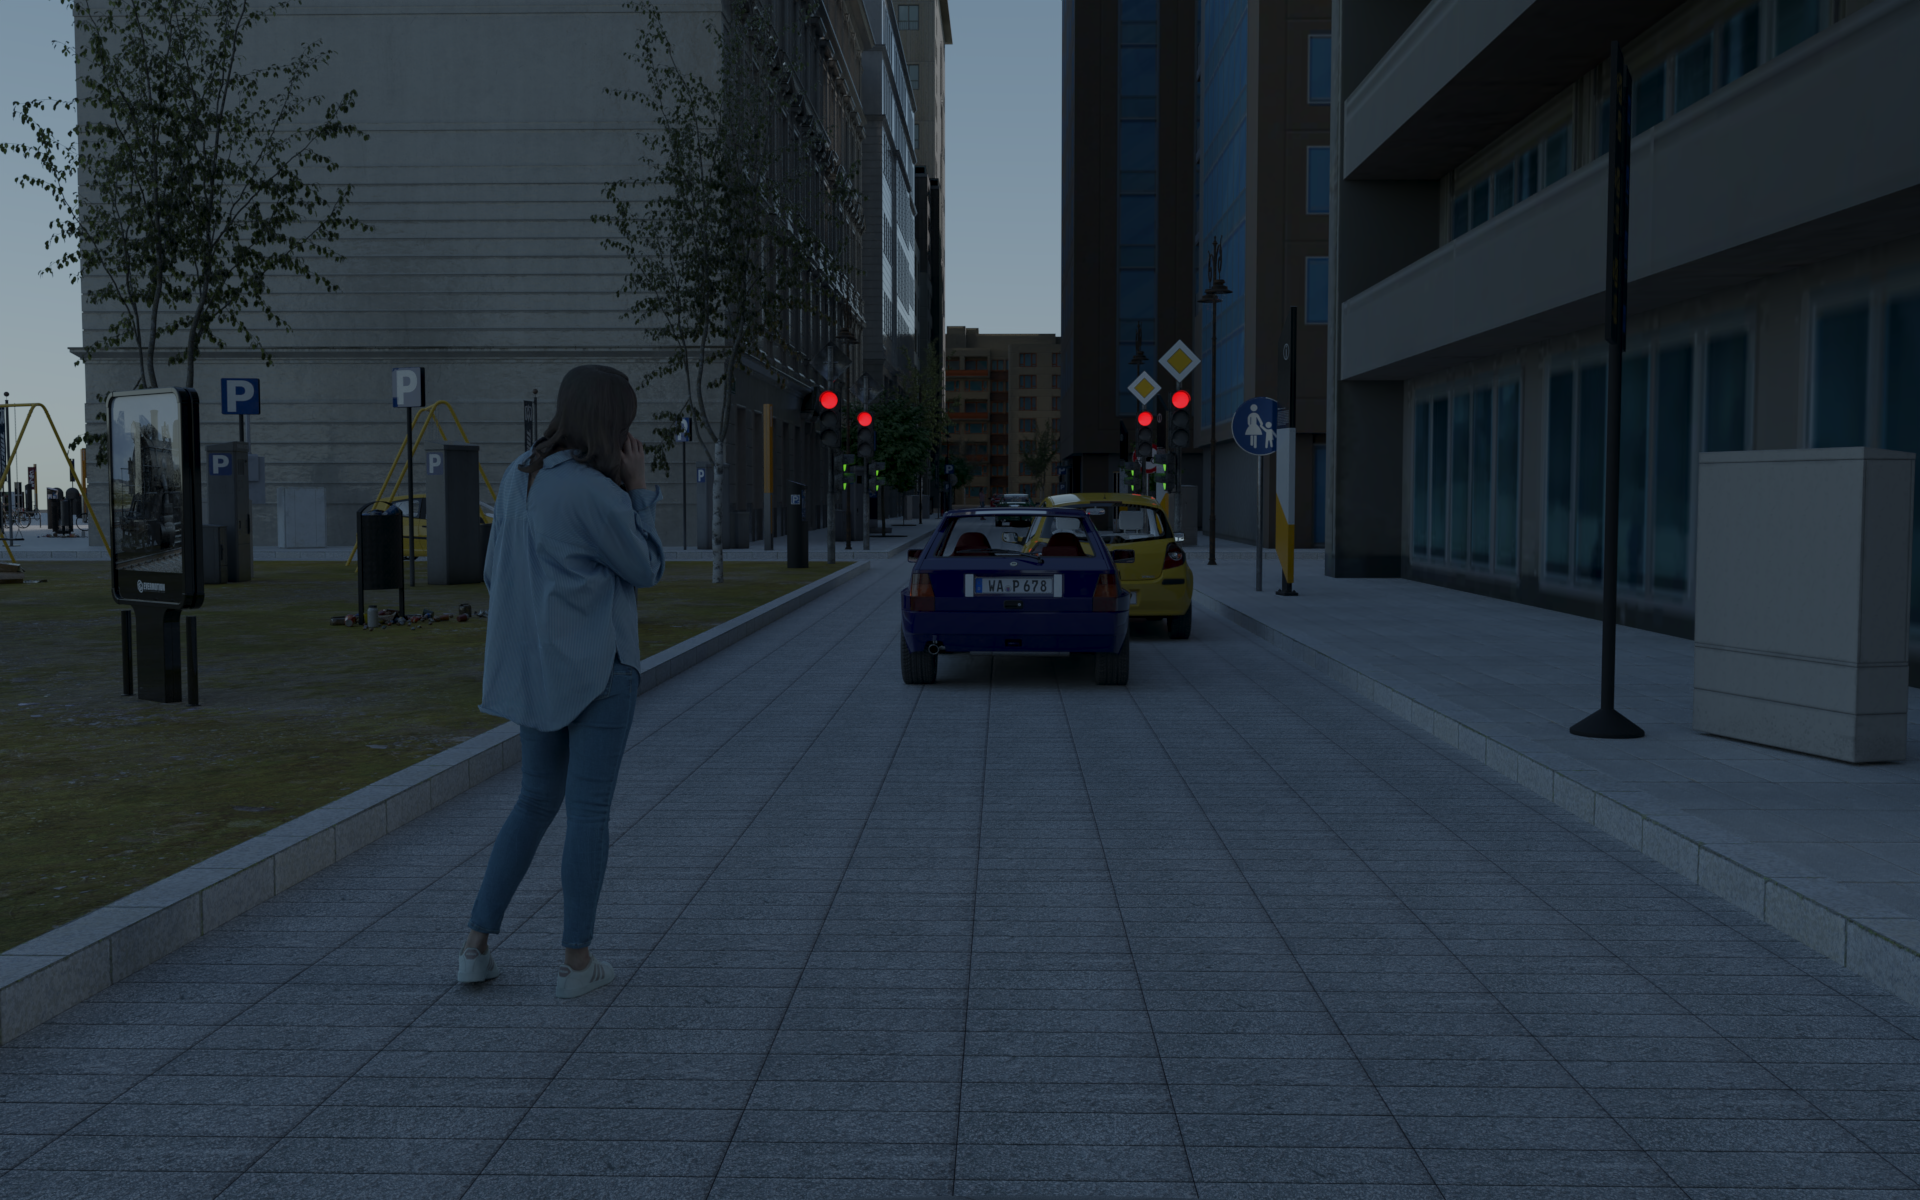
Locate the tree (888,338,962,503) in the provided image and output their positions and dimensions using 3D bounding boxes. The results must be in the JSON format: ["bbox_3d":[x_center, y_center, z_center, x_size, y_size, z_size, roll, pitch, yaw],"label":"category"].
[{"bbox_3d":[-1.894,-8.066,82.243,4.737,8.622,4.395,0,3,0],"label":"tree"}]

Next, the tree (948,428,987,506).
[{"bbox_3d":[0.755,-14.794,192.250,4.360,8.622,3.978,0,3,0],"label":"tree"}]

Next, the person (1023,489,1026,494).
[{"bbox_3d":[4.968,-7.723,134.710,0.705,1.831,1.348,0,4,-7],"label":"person"}]

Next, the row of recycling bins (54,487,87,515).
[{"bbox_3d":[-54.409,-6.124,107.247,3.534,1.692,1.069,-1,4,-19],"label":"row of recycling bins"}]

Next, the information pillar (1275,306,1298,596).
[{"bbox_3d":[4.125,-1.868,21.894,0.183,3.616,0.504,-1,4,-9],"label":"information pillar"}]

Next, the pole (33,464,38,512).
[{"bbox_3d":[-62.330,-7.520,116.794,0.158,3.312,0.155,0,3,0],"label":"pole"}]

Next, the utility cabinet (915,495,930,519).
[{"bbox_3d":[-2.100,-4.849,90.443,1.020,1.237,0.306,2,4,26],"label":"utility cabinet"}]

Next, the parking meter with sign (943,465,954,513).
[{"bbox_3d":[-0.742,-6.551,103.373,0.543,3.016,1.738,0,4,-7],"label":"parking meter with sign"}]

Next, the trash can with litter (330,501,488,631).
[{"bbox_3d":[-5.427,-0.387,17.387,1.678,1.210,2.233,2,4,31],"label":"trash can with litter"}]

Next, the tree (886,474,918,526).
[{"bbox_3d":[-2.405,-4.596,69.752,1.663,3.219,1.824,0,3,0],"label":"tree"}]

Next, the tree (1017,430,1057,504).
[{"bbox_3d":[8.744,-14.800,192.336,4.360,8.622,3.978,0,3,0],"label":"tree"}]

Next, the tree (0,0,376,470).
[{"bbox_3d":[-9.147,-4.280,20.338,4.360,8.622,3.978,0,3,0],"label":"tree"}]

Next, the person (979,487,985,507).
[{"bbox_3d":[1.229,-5.321,95.510,0.388,1.821,0.555,0,4,6],"label":"person"}]

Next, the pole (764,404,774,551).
[{"bbox_3d":[-4.343,-2.779,39.279,0.158,3.312,0.155,0,3,0],"label":"pole"}]

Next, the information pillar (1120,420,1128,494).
[{"bbox_3d":[5.151,-3.864,54.529,0.183,3.616,0.504,-1,4,-18],"label":"information pillar"}]

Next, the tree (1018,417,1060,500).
[{"bbox_3d":[7.746,-13.167,165.639,4.737,8.622,4.395,0,3,0],"label":"tree"}]

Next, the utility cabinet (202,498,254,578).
[{"bbox_3d":[-11.375,-0.937,26.478,1.020,1.237,0.306,0,4,-4],"label":"utility cabinet"}]

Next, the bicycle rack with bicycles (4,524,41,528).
[{"bbox_3d":[-35.923,-3.157,65.007,2.925,0.926,2.852,1,4,20],"label":"bicycle rack with bicycles"}]

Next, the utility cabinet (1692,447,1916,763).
[{"bbox_3d":[4.212,-0.001,8.698,0.318,1.500,1.173,-1,4,-14],"label":"utility cabinet"}]

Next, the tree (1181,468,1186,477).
[{"bbox_3d":[6.389,-3.715,55.349,1.663,3.219,1.824,0,3,0],"label":"tree"}]

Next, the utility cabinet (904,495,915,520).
[{"bbox_3d":[-2.606,-4.595,86.295,0.306,1.237,1.020,-1,4,-12],"label":"utility cabinet"}]

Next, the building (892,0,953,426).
[{"bbox_3d":[-14.894,-35.776,174.180,27.495,52.752,28.713,0,4,2],"label":"building"}]

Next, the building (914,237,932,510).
[{"bbox_3d":[-16.530,-17.439,130.170,27.650,21.520,28.899,0,4,2],"label":"building"}]

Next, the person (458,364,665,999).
[{"bbox_3d":[-1.161,0.232,4.967,0.793,1.790,0.793,0,4,5],"label":"person"}]

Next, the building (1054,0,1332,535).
[{"bbox_3d":[10.984,-25.396,65.329,14.600,45.320,14.200,0,4,2],"label":"building"}]

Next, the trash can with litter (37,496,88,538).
[{"bbox_3d":[-26.573,-2.470,51.437,2.233,1.210,1.678,3,5,44],"label":"trash can with litter"}]

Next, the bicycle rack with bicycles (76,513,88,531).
[{"bbox_3d":[-29.144,-2.868,60.277,2.925,0.926,2.852,-2,4,-27],"label":"bicycle rack with bicycles"}]

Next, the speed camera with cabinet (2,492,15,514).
[{"bbox_3d":[-62.174,-7.214,112.286,2.038,3.252,0.660,-2,4,-29],"label":"speed camera with cabinet"}]

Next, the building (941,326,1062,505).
[{"bbox_3d":[0.491,-22.552,213.758,28.899,21.520,27.650,0,4,2],"label":"building"}]

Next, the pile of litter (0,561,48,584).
[{"bbox_3d":[-13.927,-0.658,24.718,1.719,0.858,1.176,-2,4,-35],"label":"pile of litter"}]

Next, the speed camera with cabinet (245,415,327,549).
[{"bbox_3d":[-15.944,-2.822,40.477,2.038,3.252,0.660,-3,4,-37],"label":"speed camera with cabinet"}]

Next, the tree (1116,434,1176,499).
[{"bbox_3d":[5.690,-3.571,52.993,1.663,3.219,1.824,0,3,0],"label":"tree"}]

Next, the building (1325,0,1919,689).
[{"bbox_3d":[16.110,-23.935,15.040,21.300,48.544,21.600,0,4,2],"label":"building"}]

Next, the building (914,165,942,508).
[{"bbox_3d":[-8.885,-23.260,152.004,14.160,30.474,14.107,0,4,2],"label":"building"}]

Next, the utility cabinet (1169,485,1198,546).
[{"bbox_3d":[5.330,-2.051,42.213,0.318,1.500,1.173,3,5,44],"label":"utility cabinet"}]

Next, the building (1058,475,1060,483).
[{"bbox_3d":[20.716,-45.172,176.817,20.563,71.187,20.611,0,4,2],"label":"building"}]

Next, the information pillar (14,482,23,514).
[{"bbox_3d":[-56.806,-6.116,104.484,0.304,2.012,0.304,1,4,9],"label":"information pillar"}]

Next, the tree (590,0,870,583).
[{"bbox_3d":[-3.441,-4.566,25.013,4.360,8.622,3.978,0,3,0],"label":"tree"}]

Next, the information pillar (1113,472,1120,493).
[{"bbox_3d":[5.222,-3.206,56.909,0.304,2.012,0.304,-1,4,-18],"label":"information pillar"}]

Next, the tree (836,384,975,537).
[{"bbox_3d":[-2.267,-4.170,51.890,4.285,4.588,4.351,0,3,0],"label":"tree"}]

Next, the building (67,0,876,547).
[{"bbox_3d":[-13.007,-17.523,62.917,17.030,29.872,44.131,0,4,2],"label":"building"}]

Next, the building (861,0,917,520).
[{"bbox_3d":[-8.784,-19.708,99.721,11.434,29.767,29.804,0,4,2],"label":"building"}]

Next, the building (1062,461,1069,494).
[{"bbox_3d":[17.530,-47.975,97.059,22.319,86.520,31.000,0,4,2],"label":"building"}]

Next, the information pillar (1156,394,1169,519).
[{"bbox_3d":[4.735,-3.007,40.524,0.183,3.616,0.504,-1,4,-21],"label":"information pillar"}]

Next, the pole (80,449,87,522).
[{"bbox_3d":[-39.584,-5.162,78.234,0.158,3.312,0.155,0,3,0],"label":"pole"}]

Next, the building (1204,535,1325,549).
[{"bbox_3d":[14.092,-24.183,45.506,14.200,45.320,14.600,0,4,2],"label":"building"}]
